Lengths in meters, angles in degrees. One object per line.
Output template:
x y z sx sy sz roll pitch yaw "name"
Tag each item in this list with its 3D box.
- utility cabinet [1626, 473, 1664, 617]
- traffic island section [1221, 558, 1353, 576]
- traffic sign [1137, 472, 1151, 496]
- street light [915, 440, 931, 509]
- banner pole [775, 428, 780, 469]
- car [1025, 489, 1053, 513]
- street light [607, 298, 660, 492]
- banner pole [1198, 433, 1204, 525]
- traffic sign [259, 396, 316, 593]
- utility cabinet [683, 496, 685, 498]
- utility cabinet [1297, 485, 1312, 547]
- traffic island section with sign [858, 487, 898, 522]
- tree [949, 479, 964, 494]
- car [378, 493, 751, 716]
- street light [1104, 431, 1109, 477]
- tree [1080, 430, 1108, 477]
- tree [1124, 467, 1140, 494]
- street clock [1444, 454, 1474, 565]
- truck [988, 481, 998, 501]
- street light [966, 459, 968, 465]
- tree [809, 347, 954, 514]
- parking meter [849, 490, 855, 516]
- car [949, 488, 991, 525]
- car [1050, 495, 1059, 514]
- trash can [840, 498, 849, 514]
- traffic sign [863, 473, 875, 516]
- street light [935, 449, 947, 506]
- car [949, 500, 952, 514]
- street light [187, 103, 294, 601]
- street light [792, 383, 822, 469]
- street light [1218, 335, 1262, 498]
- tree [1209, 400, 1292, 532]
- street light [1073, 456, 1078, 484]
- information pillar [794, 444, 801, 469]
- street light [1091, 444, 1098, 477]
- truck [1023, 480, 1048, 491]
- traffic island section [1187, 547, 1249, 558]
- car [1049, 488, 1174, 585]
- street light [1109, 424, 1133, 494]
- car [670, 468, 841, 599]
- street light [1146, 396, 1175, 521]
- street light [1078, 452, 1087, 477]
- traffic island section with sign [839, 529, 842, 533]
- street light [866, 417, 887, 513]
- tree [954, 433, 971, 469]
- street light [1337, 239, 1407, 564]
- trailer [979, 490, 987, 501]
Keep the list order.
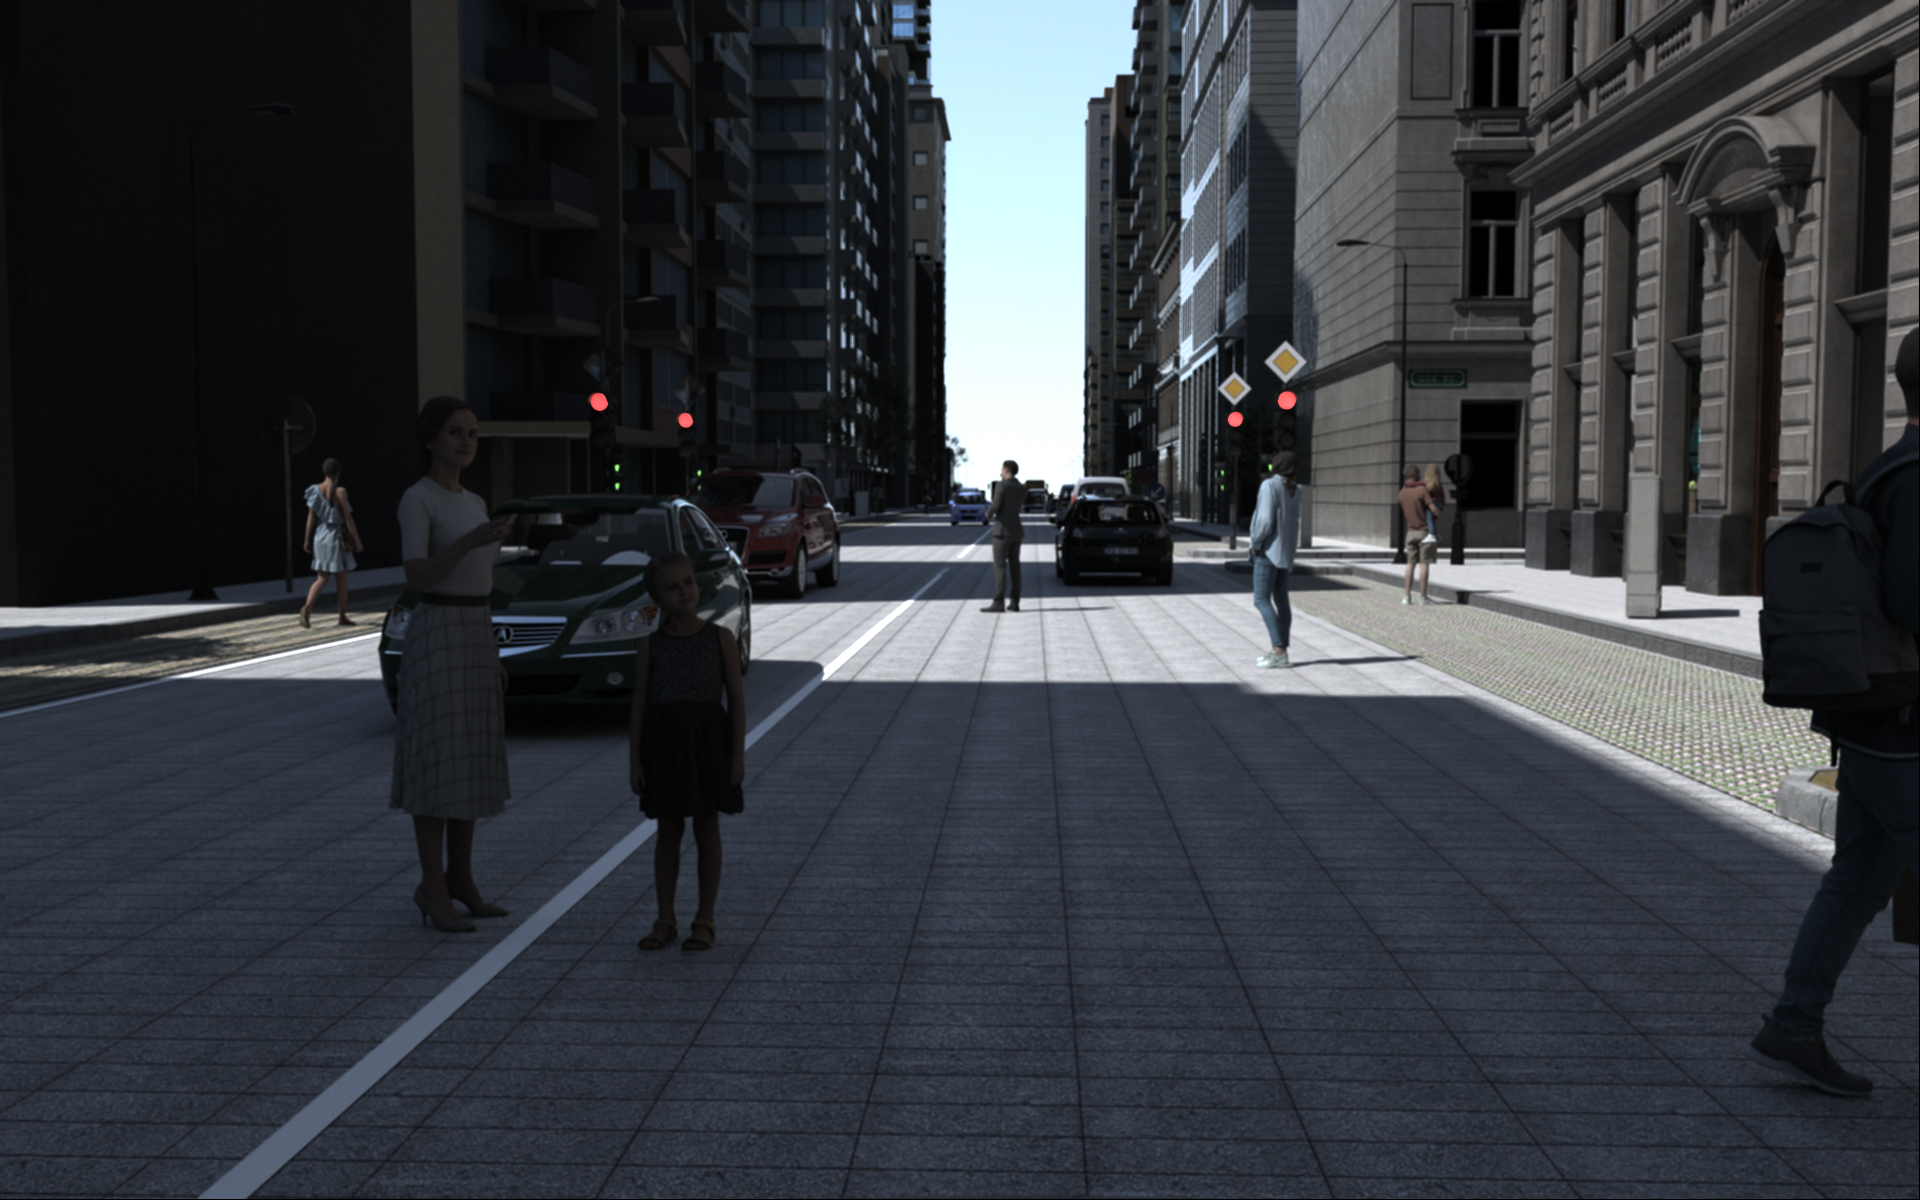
7.242 -0.586 18.267 0.318 1.500 1.173 2 4 24 "utility cabinet"
5.967 -0.587 31.883 2.009 0.180 2.903 0 4 2 "traffic island section"
10.388 -5.976 97.808 0.768 2.556 0.104 0 4 7 "traffic sign"
-3.197 -10.789 148.940 1.470 5.913 1.316 0 4 2 "street light"
-6.937 -4.648 66.016 0.401 3.779 0.863 1 4 8 "banner pole"
6.113 -7.739 135.208 2.281 1.827 5.304 0 4 4 "car"
-7.779 -4.194 41.107 1.470 5.913 1.316 0 4 2 "street light"
9.918 -4.973 71.330 0.401 3.779 0.863 -1 4 -9 "banner pole"
-8.743 -1.370 22.507 0.768 2.556 0.104 0 4 6 "traffic sign"
-7.660 -2.300 48.768 0.306 1.237 1.020 1 4 16 "utility cabinet"
8.070 -2.014 41.604 0.318 1.500 1.173 -1 4 -15 "utility cabinet"
-4.249 -4.990 90.208 1.989 1.847 2.006 0 4 2 "traffic island section with sign"
-0.494 -14.121 225.480 1.663 3.219 1.824 0 3 0 "tree"
-2.609 -0.033 12.341 2.131 1.459 4.920 0 4 1 "car"
11.336 -9.500 127.866 1.470 5.913 1.316 0 4 2 "street light"
15.890 -15.231 199.385 4.360 8.622 3.978 0 3 0 "tree"
12.075 -7.782 121.832 1.663 3.219 1.824 0 3 0 "tree"
9.029 -1.640 31.386 0.471 2.002 0.358 3 4 36 "street clock"
5.945 -15.794 254.149 3.469 3.379 9.791 0 4 3 "truck"
0.279 -15.820 231.203 1.470 5.913 1.316 0 4 2 "street light"
-5.990 -10.774 110.566 8.767 10.594 7.601 1 4 21 "tree"
-6.213 -5.576 99.579 0.372 1.533 0.369 0 3 0 "parking meter"
0.482 -4.323 80.267 1.945 1.707 3.694 0 4 3 "car"
7.435 -6.991 126.876 1.945 1.354 3.894 0 4 4 "car"
-7.569 -6.215 113.262 0.748 1.137 0.748 0 3 0 "trash can"
-5.404 -6.290 102.946 0.768 2.556 0.104 1 4 10 "traffic sign"
-2.004 -12.712 180.382 1.470 5.913 1.316 0 4 2 "street light"
0.237 -6.899 125.164 2.083 1.381 4.827 0 4 2 "car"
-8.627 -2.951 20.784 1.470 5.913 1.316 0 4 2 "street light"
-6.458 -6.126 72.698 1.470 5.913 1.316 0 4 2 "street light"
8.232 -4.780 50.701 1.470 5.913 1.316 0 4 2 "street light"
10.293 -4.611 59.097 4.285 4.588 4.351 0 3 0 "tree"
14.848 -14.580 210.923 1.470 5.913 1.316 0 4 2 "street light"
-7.368 -5.296 77.942 0.504 3.616 0.183 2 4 32 "information pillar"
12.818 -11.454 159.820 1.470 5.913 1.316 0 4 2 "street light"
10.215 -14.647 235.401 3.469 3.379 9.791 0 4 3 "truck"
6.300 -1.075 39.861 2.009 0.180 2.903 0 4 2 "traffic island section"
2.496 -1.148 28.563 2.009 1.686 4.222 0 4 1 "car"
10.795 -8.657 114.084 1.470 5.913 1.316 0 4 2 "street light"
-3.029 -1.025 25.426 2.281 1.827 5.304 0 4 4 "car"
9.538 -6.727 82.534 1.470 5.913 1.316 0 4 2 "street light"
14.111 -13.377 191.257 1.470 5.913 1.316 0 4 2 "street light"
-5.372 -3.342 63.276 1.989 1.847 2.006 0 4 2 "traffic island section with sign"
-5.093 -8.060 104.324 1.470 5.913 1.316 0 4 2 "street light"
-3.028 -15.605 189.559 8.767 10.594 7.601 -1 4 -9 "tree"
7.563 -3.618 31.690 1.470 5.913 1.316 0 4 2 "street light"
3.333 -15.847 266.148 1.471 1.999 3.904 0 4 3 "trailer"
